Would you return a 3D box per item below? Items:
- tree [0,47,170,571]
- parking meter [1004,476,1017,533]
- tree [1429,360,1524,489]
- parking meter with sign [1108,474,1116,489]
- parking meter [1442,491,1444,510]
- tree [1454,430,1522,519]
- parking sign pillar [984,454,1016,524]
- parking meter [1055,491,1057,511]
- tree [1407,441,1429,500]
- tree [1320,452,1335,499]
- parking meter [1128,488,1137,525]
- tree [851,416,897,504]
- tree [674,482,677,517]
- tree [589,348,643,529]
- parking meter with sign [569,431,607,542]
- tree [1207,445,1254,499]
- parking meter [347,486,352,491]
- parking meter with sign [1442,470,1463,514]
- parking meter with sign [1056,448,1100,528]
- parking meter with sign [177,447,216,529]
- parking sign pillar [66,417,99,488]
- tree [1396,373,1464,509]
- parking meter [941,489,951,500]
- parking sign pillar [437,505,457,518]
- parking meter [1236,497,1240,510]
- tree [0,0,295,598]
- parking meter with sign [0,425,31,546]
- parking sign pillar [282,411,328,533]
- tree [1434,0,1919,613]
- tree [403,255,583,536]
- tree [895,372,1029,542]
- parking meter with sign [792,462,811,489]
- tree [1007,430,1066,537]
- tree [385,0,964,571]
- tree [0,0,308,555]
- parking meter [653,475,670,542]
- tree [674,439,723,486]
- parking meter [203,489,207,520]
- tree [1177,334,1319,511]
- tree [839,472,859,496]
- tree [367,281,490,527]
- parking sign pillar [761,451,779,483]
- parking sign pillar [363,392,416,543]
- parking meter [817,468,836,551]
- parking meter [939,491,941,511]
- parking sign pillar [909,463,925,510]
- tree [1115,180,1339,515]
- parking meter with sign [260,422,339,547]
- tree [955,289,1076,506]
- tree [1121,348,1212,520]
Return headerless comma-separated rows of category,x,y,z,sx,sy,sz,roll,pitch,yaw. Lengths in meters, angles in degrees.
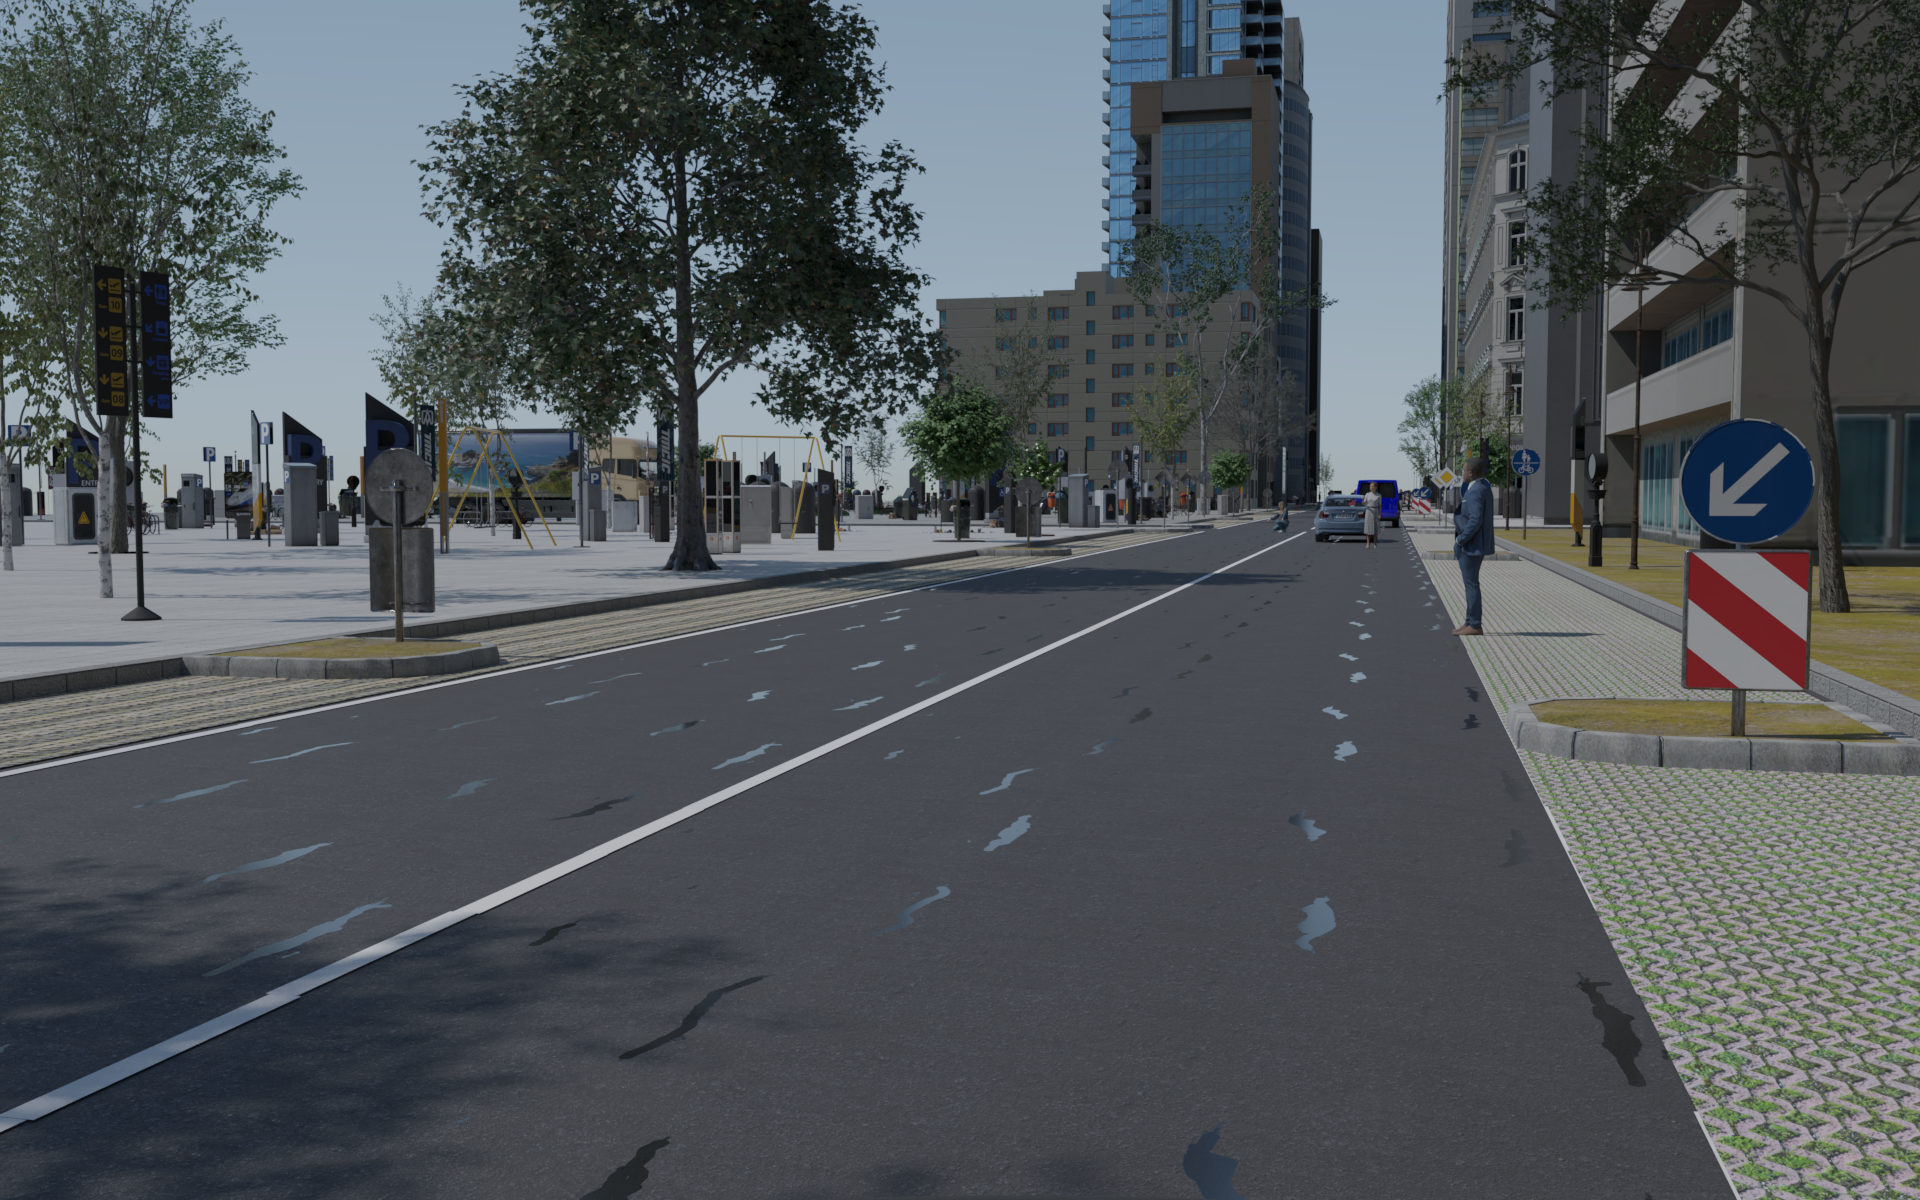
tree,-15.724,-4.793,28.726,4.737,8.622,4.395,0,3,0
parking meter,1.653,-3.111,56.579,0.255,1.863,0.399,-3,5,-43
tree,28.478,-8.816,94.503,4.737,8.622,4.395,0,3,0
parking meter with sign,11.877,-8.114,128.930,1.738,3.016,0.543,-2,4,-32
parking meter,37.938,-7.781,135.627,0.372,1.533,0.369,0,3,0
tree,26.961,-6.407,88.475,4.285,4.588,4.351,0,3,0
parking sign pillar,1.770,-5.340,75.776,1.447,3.967,1.447,-2,4,-24
parking meter,7.593,-7.759,135.278,0.372,1.533,0.369,0,3,0
tree,60.482,-16.848,225.823,4.737,8.622,4.395,0,3,0
tree,62.997,-21.347,299.389,4.737,8.622,4.395,0,3,0
parking meter,7.224,-3.931,72.682,0.372,1.533,0.369,0,3,0
tree,-7.183,-12.063,147.594,4.360,8.622,3.978,0,3,0
tree,-16.131,-6.376,98.846,1.663,3.219,1.824,0,3,0
tree,-13.249,-6.951,64.006,4.360,8.622,3.978,0,3,0
parking meter with sign,-10.113,-3.124,47.334,0.543,3.016,1.738,-2,4,-31
tree,18.165,-8.132,116.669,4.285,4.588,4.351,0,3,0
parking meter,-43.080,-7.131,122.309,0.255,1.863,0.399,-2,4,-33
parking meter with sign,32.520,-7.188,113.780,1.738,3.016,0.543,-2,4,-26
parking meter with sign,4.513,-4.257,65.862,1.738,3.016,0.543,2,4,35
parking meter with sign,-28.501,-4.162,64.313,1.738,3.016,0.543,1,4,19
parking sign pillar,-30.679,-4.430,60.907,1.447,3.967,1.447,-1,4,-20
tree,40.918,-13.545,147.221,9.928,11.665,9.643,0,3,0
parking meter,-0.617,-4.847,87.658,0.372,1.533,0.369,0,3,0
parking sign pillar,-27.505,-6.418,93.402,1.447,3.967,1.447,1,4,13
parking meter,22.278,-7.988,139.008,0.372,1.533,0.369,0,3,0
tree,-10.550,-4.344,21.389,4.360,8.622,3.978,0,3,0
parking meter with sign,-23.651,-2.849,42.846,0.543,3.016,1.738,0,4,-1
parking sign pillar,-21.511,-4.186,56.909,1.447,3.967,1.447,3,5,44
tree,9.320,-5.160,18.776,8.767,10.594,7.601,-2,4,-35
tree,-14.420,-6.250,52.542,4.360,8.622,3.978,0,3,0
tree,-0.055,-3.848,46.637,4.285,4.588,4.351,0,3,0
parking meter with sign,-8.930,-6.087,95.782,0.543,3.016,1.738,-3,5,-39
tree,2.486,-3.548,52.606,1.663,3.219,1.824,0,3,0
tree,-4.674,-6.846,28.938,9.611,12.733,9.660,0,3,0
tree,-17.969,-6.794,36.830,9.928,11.665,9.643,0,3,0
parking meter,-7.953,-2.473,46.144,0.255,1.863,0.399,3,4,38
tree,-14.457,-6.754,94.149,4.285,4.588,4.351,0,3,0
parking meter,-37.223,-4.688,85.053,0.372,1.533,0.369,0,3,0
tree,21.995,-13.533,131.631,12.009,13.543,11.850,0,3,0
tree,-8.490,-8.234,129.227,1.663,3.219,1.824,0,3,0
tree,-18.514,-6.731,60.412,4.737,8.622,4.395,0,3,0
parking sign pillar,-11.999,-7.385,109.218,1.447,3.967,1.447,3,5,44
parking sign pillar,-15.029,-3.502,45.734,1.447,3.967,1.447,0,4,-4
parking meter,-3.015,-2.049,39.215,0.399,1.863,0.255,0,4,4
parking meter,-1.375,-7.386,129.176,0.372,1.533,0.369,0,3,0
parking sign pillar,-3.212,-8.671,130.241,1.447,3.967,1.447,3,5,41
tree,16.030,-15.223,104.785,12.611,20.169,13.585,0,3,0
parking meter with sign,-16.180,-2.829,42.523,0.543,3.016,1.738,3,5,44
tree,1.909,-6.804,61.610,4.360,8.622,3.978,0,3,0
tree,10.413,-8.332,86.595,4.737,8.622,4.395,0,3,0
